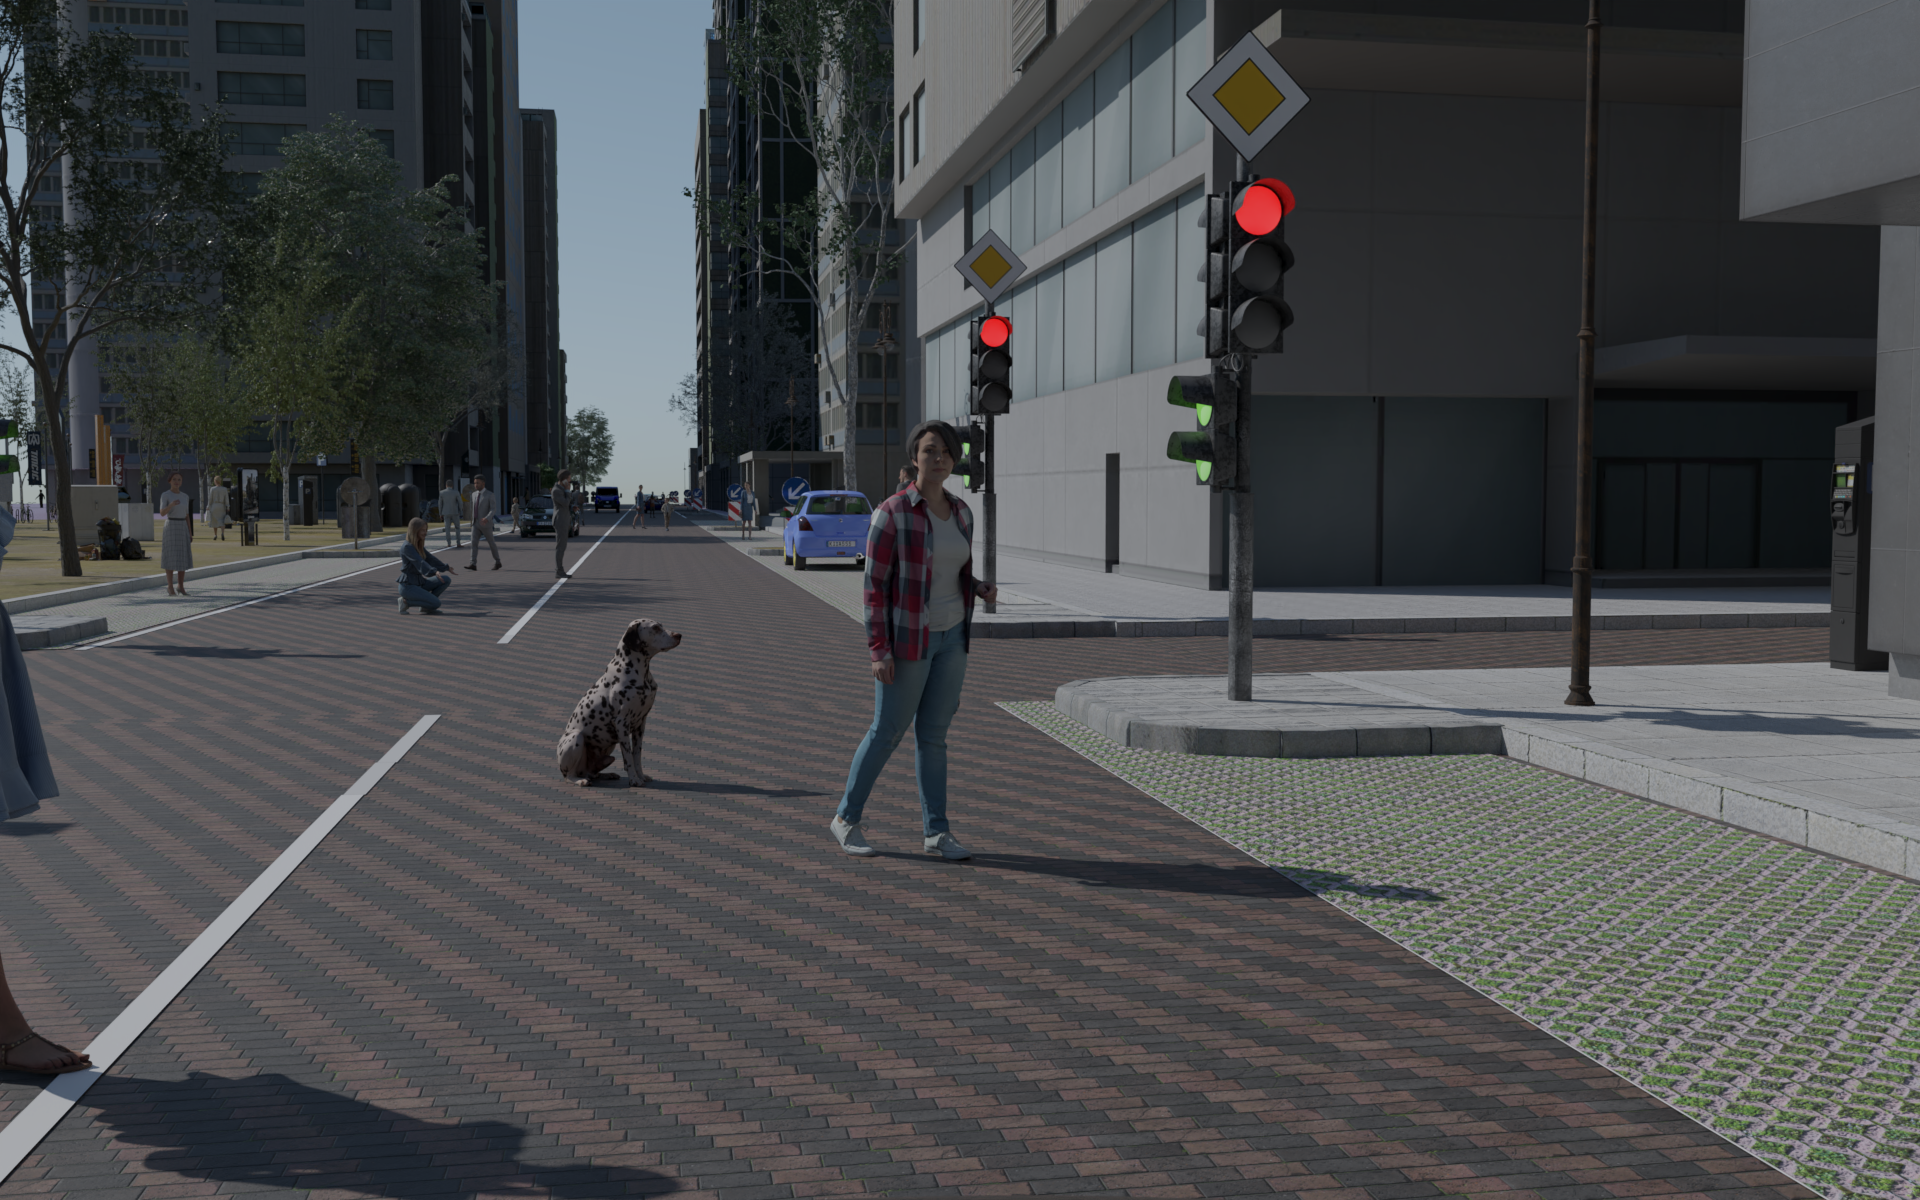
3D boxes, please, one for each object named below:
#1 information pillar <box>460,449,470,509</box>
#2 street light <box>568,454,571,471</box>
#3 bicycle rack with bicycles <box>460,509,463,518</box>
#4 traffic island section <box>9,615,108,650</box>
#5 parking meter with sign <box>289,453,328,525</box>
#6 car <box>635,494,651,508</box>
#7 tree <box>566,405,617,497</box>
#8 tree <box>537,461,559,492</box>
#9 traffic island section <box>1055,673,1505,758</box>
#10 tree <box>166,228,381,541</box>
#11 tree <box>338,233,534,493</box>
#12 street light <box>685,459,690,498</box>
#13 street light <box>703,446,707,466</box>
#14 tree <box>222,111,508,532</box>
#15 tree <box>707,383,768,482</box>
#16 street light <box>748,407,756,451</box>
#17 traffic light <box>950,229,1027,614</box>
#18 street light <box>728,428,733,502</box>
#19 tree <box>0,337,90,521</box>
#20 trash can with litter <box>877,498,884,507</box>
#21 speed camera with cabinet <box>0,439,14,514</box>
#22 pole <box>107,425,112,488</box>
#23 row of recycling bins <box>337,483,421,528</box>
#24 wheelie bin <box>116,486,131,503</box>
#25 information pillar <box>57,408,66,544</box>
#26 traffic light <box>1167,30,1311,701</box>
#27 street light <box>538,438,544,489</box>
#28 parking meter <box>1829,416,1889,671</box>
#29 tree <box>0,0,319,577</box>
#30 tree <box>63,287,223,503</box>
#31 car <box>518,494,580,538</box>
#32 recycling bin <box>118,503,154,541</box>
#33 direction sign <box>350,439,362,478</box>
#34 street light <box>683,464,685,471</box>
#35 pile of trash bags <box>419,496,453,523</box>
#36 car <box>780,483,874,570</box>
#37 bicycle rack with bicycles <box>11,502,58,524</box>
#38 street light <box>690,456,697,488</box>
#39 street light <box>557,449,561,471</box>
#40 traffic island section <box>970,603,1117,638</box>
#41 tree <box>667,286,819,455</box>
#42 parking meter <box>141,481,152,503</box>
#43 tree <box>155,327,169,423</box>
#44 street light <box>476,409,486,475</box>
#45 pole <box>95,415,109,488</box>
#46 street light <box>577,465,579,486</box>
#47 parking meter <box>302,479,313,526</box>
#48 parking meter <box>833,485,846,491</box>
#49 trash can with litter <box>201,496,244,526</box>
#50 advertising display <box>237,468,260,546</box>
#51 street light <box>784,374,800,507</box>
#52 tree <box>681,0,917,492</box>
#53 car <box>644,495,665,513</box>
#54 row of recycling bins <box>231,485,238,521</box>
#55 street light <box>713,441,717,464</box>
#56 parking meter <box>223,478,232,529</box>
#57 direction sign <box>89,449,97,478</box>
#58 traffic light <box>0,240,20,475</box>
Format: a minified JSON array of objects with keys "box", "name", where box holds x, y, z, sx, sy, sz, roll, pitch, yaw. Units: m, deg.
[{"box":[-25.783,-6.052,90.299,0.183,3.616,0.504,3,5,40],"name":"information pillar"},{"box":[-44.813,-13.833,198.950,0.468,5.910,1.993,-1,4,-10],"name":"street light"},{"box":[-27.194,-4.592,88.467,2.925,0.926,2.852,0,4,8],"name":"bicycle rack with bicycles"},{"box":[-9.641,0.332,16.852,2.009,0.180,2.903,-1,4,-10],"name":"traffic island section"},{"box":[-27.193,-4.642,72.163,0.543,3.016,1.738,2,4,27],"name":"parking meter with sign"},{"box":[-28.007,-8.745,154.785,2.131,1.459,4.920,-1,4,-8],"name":"car"},{"box":[-53.890,-20.848,247.518,9.857,13.997,8.962,0,3,0],"name":"tree"},{"box":[-39.561,-11.110,165.359,4.285,4.588,4.351,0,3,0],"name":"tree"},{"box":[1.767,0.702,10.797,2.009,0.180,2.903,-1,4,-10],"name":"traffic island section"},{"box":[-18.463,-5.959,47.786,4.737,8.622,4.395,0,3,0],"name":"tree"},{"box":[-24.682,-10.494,81.946,12.009,13.543,11.850,0,3,0],"name":"tree"},{"box":[-35.024,-15.380,224.246,0.468,5.910,1.993,-1,4,-10],"name":"street light"},{"box":[-24.621,-11.919,167.658,0.468,5.910,1.993,-1,4,-10],"name":"street light"},{"box":[-19.943,-9.275,58.306,9.857,13.997,8.962,0,3,0],"name":"tree"},{"box":[-13.961,-9.793,110.474,4.360,8.622,3.978,0,3,0],"name":"tree"},{"box":[-11.087,-7.309,92.284,0.468,5.910,1.993,-1,4,-10],"name":"street light"},{"box":[0.297,-1.811,18.533,0.839,4.253,0.868,-1,4,-10],"name":"traffic light"},{"box":[-15.521,-8.831,117.175,0.468,5.910,1.993,-1,4,-10],"name":"street light"},{"box":[-44.318,-8.056,82.079,4.360,8.622,3.978,0,3,0],"name":"tree"},{"box":[-2.285,-2.883,58.527,1.055,1.170,0.624,0,4,0],"name":"trash can with litter"},{"box":[-28.871,-3.529,52.039,0.660,3.252,2.038,-2,4,-33],"name":"speed camera with cabinet"},{"box":[-25.331,-3.525,51.470,0.158,3.312,0.155,0,3,0],"name":"pole"},{"box":[-22.480,-3.670,67.116,1.069,1.692,3.534,2,4,34],"name":"row of recycling bins"},{"box":[-33.734,-3.767,69.499,0.980,1.594,0.693,1,4,19],"name":"wheelie bin"},{"box":[-22.974,-3.237,44.285,0.183,3.616,0.504,-3,5,-44],"name":"information pillar"},{"box":[1.725,-1.331,10.676,0.839,4.253,0.868,-1,4,-10],"name":"traffic light"},{"box":[-34.663,-10.424,143.221,0.468,5.910,1.993,-1,4,-10],"name":"street light"},{"box":[6.580,-0.422,12.616,0.399,1.863,0.255,-1,4,-14],"name":"parking meter"},{"box":[-14.122,-5.659,26.936,7.601,10.594,8.767,3,4,37],"name":"tree"},{"box":[-27.897,-6.700,59.900,4.360,8.622,3.978,0,3,0],"name":"tree"},{"box":[-13.774,-2.963,58.224,2.009,1.686,4.222,-1,4,-8],"name":"car"},{"box":[-22.601,-2.134,47.447,0.722,1.027,0.722,3,4,36],"name":"recycling bin"},{"box":[-24.663,-4.859,71.450,0.876,3.537,0.379,-2,4,-26],"name":"direction sign"},{"box":[-39.650,-16.930,249.600,0.468,5.910,1.993,-1,4,-10],"name":"street light"},{"box":[-23.976,-4.110,76.953,1.912,1.369,3.447,1,4,17],"name":"pile of trash bags"},{"box":[-2.508,-1.474,33.691,1.945,1.707,3.694,-1,4,-10],"name":"car"},{"box":[-40.669,-3.846,76.263,2.852,0.926,2.925,-2,4,-24],"name":"bicycle rack with bicycles"},{"box":[-30.341,-13.811,198.600,0.468,5.910,1.993,-1,4,-10],"name":"street light"},{"box":[-40.233,-12.302,173.918,0.468,5.910,1.993,-1,4,-10],"name":"street light"},{"box":[0.339,0.222,18.654,2.009,0.180,2.903,-1,4,-10],"name":"traffic island section"},{"box":[-11.934,-11.686,101.431,12.009,13.543,11.850,0,3,0],"name":"tree"},{"box":[-33.222,-3.978,70.756,0.399,1.863,0.255,-2,4,-23],"name":"parking meter"},{"box":[-28.486,-7.083,66.163,4.737,8.622,4.395,0,3,0],"name":"tree"},{"box":[-25.450,-7.296,92.081,0.468,5.910,1.993,-1,4,-10],"name":"street light"},{"box":[-22.191,-3.113,44.745,0.158,3.312,0.155,0,3,0],"name":"pole"},{"box":[-49.665,-15.448,225.365,0.468,5.910,1.993,-1,4,-10],"name":"street light"},{"box":[-26.145,-3.900,69.478,0.399,1.863,0.255,-1,4,-22],"name":"parking meter"},{"box":[-3.485,-2.545,50.026,0.372,1.533,0.369,0,3,0],"name":"parking meter"},{"box":[-30.063,-3.633,70.458,1.678,1.210,2.233,2,4,26],"name":"trash can with litter"},{"box":[-17.630,-2.307,42.930,0.123,1.923,0.974,0,4,1],"name":"advertising display"},{"box":[-6.494,-5.763,67.016,0.468,5.910,1.993,-1,4,-10],"name":"street light"},{"box":[-2.650,-12.171,54.891,12.611,20.169,13.585,0,3,0],"name":"tree"},{"box":[-22.731,-7.135,129.245,1.945,1.354,3.894,-1,4,-11],"name":"car"},{"box":[-34.516,-4.646,83.079,1.069,1.692,3.534,-1,4,-13],"name":"row of recycling bins"},{"box":[-20.153,-10.387,142.607,0.468,5.910,1.993,-1,4,-10],"name":"street light"},{"box":[-27.032,-3.560,63.913,0.255,1.863,0.399,-1,4,-19],"name":"parking meter"},{"box":[-43.237,-5.799,86.811,0.379,3.537,0.876,2,4,23],"name":"direction sign"},{"box":[-9.599,-1.701,16.725,0.839,4.253,0.868,-1,4,-10],"name":"traffic light"}]
